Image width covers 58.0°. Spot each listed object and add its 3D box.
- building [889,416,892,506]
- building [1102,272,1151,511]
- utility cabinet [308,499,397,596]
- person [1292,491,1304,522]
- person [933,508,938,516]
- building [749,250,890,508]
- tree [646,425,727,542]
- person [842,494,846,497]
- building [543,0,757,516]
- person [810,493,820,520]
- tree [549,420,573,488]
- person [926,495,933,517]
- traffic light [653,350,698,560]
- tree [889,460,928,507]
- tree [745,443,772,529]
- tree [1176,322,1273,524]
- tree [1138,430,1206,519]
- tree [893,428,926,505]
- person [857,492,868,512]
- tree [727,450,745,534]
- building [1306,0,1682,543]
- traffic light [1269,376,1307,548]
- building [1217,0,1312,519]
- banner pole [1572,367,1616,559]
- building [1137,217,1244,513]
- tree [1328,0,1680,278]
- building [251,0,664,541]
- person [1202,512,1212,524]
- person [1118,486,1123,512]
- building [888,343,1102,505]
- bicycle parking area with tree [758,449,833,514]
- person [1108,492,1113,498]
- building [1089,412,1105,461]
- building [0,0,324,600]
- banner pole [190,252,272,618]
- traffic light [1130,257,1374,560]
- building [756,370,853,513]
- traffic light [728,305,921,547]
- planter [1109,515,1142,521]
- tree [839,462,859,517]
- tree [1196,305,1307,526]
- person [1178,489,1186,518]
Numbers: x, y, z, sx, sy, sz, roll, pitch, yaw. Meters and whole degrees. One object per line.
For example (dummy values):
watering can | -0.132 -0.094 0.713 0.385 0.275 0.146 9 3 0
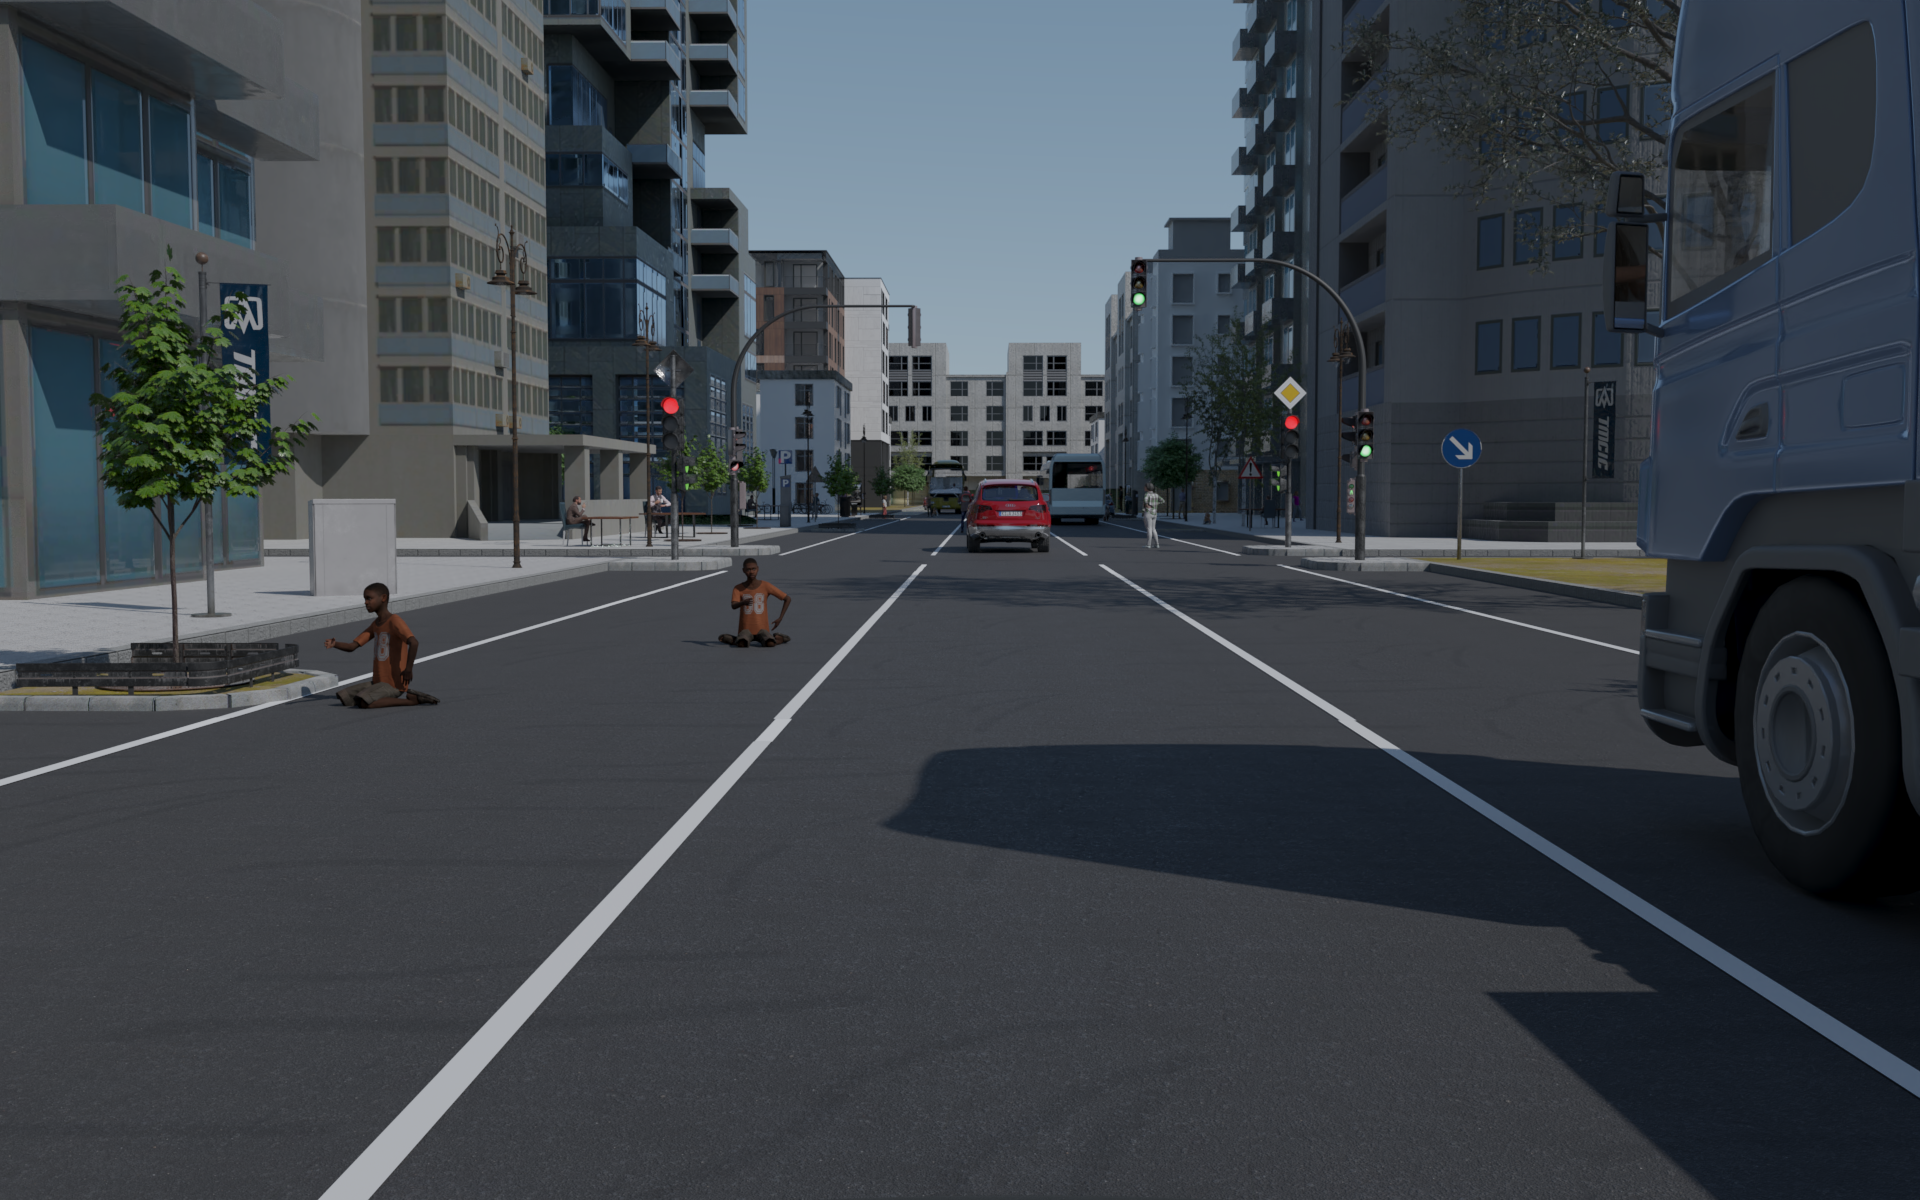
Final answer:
building | -21.622 -14.992 187.265 28.070 9.664 9.099 0 4 1
building | 21.629 -17.105 146.118 16.747 18.905 31.486 0 4 1
utility cabinet | -7.726 -0.665 22.038 1.020 1.237 0.306 -2 4 -33
person | 15.621 -4.312 79.782 0.726 1.435 0.776 -3 5 -39
person | -1.633 -5.829 114.284 0.357 0.543 0.381 -1 4 -14
building | -21.416 -19.428 161.615 27.936 21.610 32.646 0 4 1
tree | -7.469 -3.196 46.848 1.663 3.219 1.824 0 3 0
person | -6.747 -5.685 101.199 0.569 1.553 0.471 -3 5 -43
building | -21.927 -47.473 88.851 22.319 86.520 31.000 0 4 1
person | -7.275 -4.693 86.685 0.340 1.345 0.435 3 5 44
tree | -17.291 -5.419 72.312 4.285 4.588 4.351 0 3 0
person | -1.907 -5.881 108.562 0.435 1.345 0.340 -1 4 -13
traffic light | -5.550 -2.739 33.711 0.839 4.253 0.868 0 4 1
tree | -5.077 -12.259 184.146 4.285 4.588 4.351 0 3 0
tree | -7.449 -4.248 64.063 1.663 3.219 1.824 0 3 0
tree | 11.300 -7.635 75.195 4.360 8.622 3.978 0 3 0
tree | 10.844 -6.414 88.586 4.285 4.588 4.351 0 3 0
tree | -5.851 -14.935 194.552 4.737 8.622 4.395 0 3 0
person | -7.145 -7.084 125.060 0.799 1.438 0.628 -2 4 -34
tree | -8.110 -3.726 55.528 1.663 3.219 1.824 0 3 0
building | 26.734 -31.286 53.521 28.212 58.520 21.231 0 4 1
traffic light | 7.863 -3.215 41.490 0.839 4.253 0.868 0 4 1
building | 27.740 -29.310 98.821 23.786 49.044 30.456 0 4 1
banner pole | 12.476 -2.690 33.993 0.401 3.779 0.863 -3 5 -40
building | 20.963 -16.378 124.193 16.016 20.091 11.380 0 4 1
tree | 9.471 -6.728 20.367 12.009 13.543 11.850 0 3 0
building | -26.942 -22.204 54.912 32.217 40.220 23.993 0 4 1
person | 10.350 -3.431 72.621 0.357 0.543 0.381 2 4 24
person | 11.287 -7.101 121.773 0.705 1.869 1.348 1 4 9
building | 5.825 -21.059 210.778 31.486 18.905 16.747 0 4 1
bicycle parking area with tree | -12.287 -7.697 112.850 9.016 4.147 8.231 1 4 8
person | 12.767 -8.547 148.979 0.799 1.438 0.628 0 4 3
building | 18.586 -14.374 177.159 9.099 9.664 28.070 0 4 1
building | -25.208 -24.480 19.849 30.456 49.044 23.786 0 4 1
banner pole | -7.628 -1.718 18.112 0.863 3.779 0.401 -1 4 -19
traffic light | 5.637 -3.592 33.400 4.771 5.953 1.251 0 4 1
building | -12.691 -11.583 131.530 9.099 9.664 28.070 0 4 1
traffic light | -3.323 -4.100 41.695 4.771 5.953 1.251 0 4 1
planter | 8.765 -4.422 93.442 1.991 0.319 1.994 0 4 1
tree | -6.623 -6.388 99.048 1.663 3.219 1.824 0 3 0
tree | 11.464 -7.214 68.310 4.737 8.622 4.395 0 3 0
person | 11.768 -5.106 91.584 0.319 1.574 0.516 -3 5 -42
